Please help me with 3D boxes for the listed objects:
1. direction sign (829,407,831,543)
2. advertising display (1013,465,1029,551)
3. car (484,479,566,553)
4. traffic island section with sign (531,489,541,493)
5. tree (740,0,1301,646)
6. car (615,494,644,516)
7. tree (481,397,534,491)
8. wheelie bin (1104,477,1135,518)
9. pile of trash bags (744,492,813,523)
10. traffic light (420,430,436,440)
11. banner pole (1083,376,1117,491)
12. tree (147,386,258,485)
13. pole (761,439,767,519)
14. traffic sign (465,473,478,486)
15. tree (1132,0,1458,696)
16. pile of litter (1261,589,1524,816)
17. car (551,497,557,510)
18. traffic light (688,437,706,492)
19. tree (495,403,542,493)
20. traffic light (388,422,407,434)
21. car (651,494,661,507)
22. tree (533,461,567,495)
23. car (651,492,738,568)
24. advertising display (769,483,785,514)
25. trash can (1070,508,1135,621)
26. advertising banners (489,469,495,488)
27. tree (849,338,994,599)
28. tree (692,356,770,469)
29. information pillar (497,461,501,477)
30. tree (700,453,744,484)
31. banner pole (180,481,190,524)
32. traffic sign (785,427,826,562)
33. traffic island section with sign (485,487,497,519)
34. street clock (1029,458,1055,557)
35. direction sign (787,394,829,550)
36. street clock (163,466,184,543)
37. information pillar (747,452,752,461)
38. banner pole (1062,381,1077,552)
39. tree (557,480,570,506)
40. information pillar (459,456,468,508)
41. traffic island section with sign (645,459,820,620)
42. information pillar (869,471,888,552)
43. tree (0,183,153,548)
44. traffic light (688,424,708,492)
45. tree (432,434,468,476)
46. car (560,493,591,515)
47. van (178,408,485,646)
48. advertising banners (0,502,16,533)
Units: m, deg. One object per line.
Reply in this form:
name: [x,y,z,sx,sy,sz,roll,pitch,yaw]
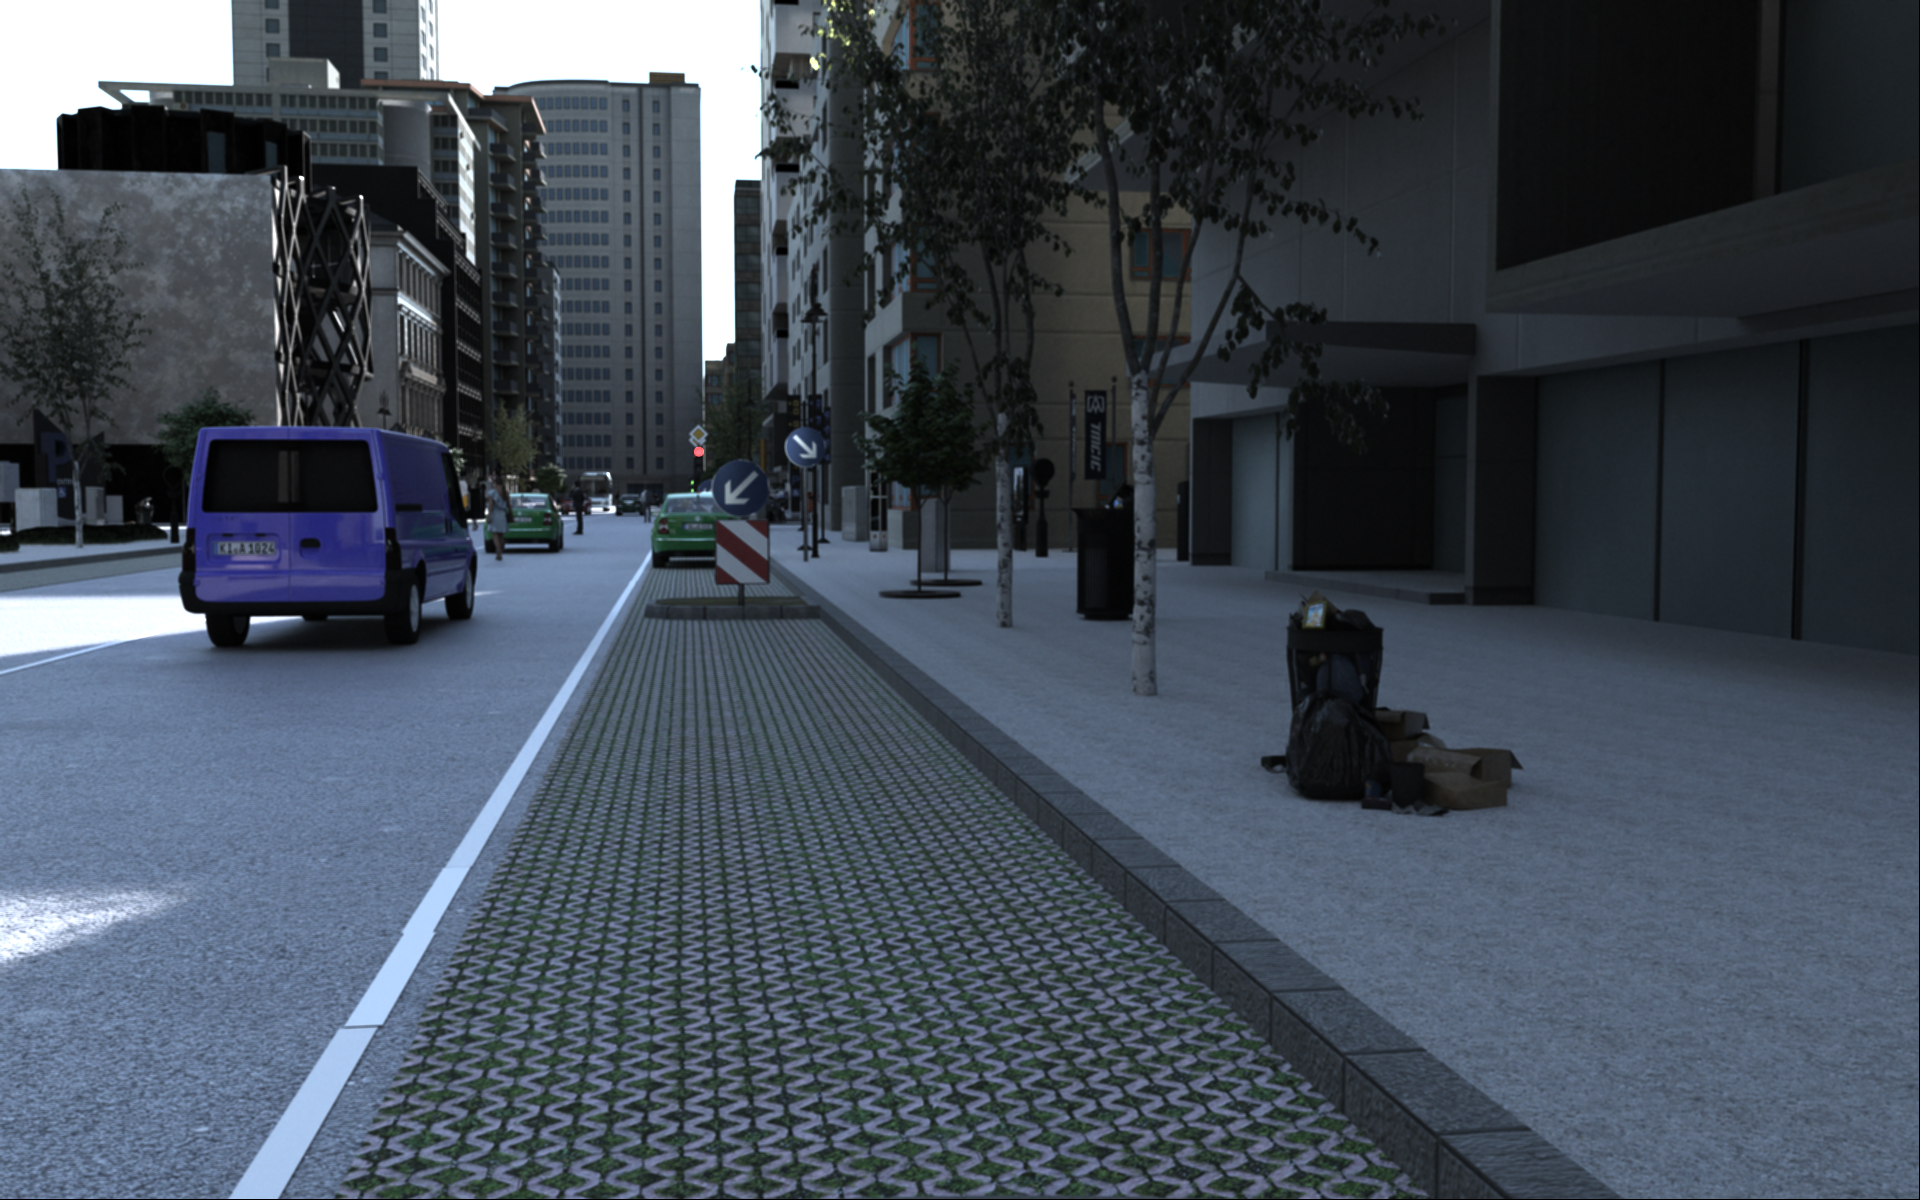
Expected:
direction sign: [-3.588,-3.257,45.254,0.379,3.537,0.876,-2,4,-31]
advertising display: [1.370,-2.077,39.176,0.123,1.923,0.974,-1,4,-12]
car: [-11.004,-2.144,43.843,1.959,1.807,4.718,-1,4,-11]
traffic island section with sign: [-31.027,-7.236,126.940,1.989,1.847,2.006,-1,4,-9]
tree: [0.212,-4.037,16.365,4.360,8.622,3.978,0,3,0]
car: [-22.039,-6.371,115.956,2.131,1.459,4.920,0,4,-7]
tree: [-34.262,-11.083,131.565,4.737,8.622,4.395,0,3,0]
wheelie bin: [3.142,-1.549,33.233,0.693,1.594,0.980,0,4,-2]
pile of trash bags: [-8.242,-4.178,78.064,3.447,1.369,1.912,0,4,-4]
traffic light: [-23.289,-5.315,75.826,0.839,4.253,0.868,-1,4,-9]
banner pole: [3.040,-2.863,36.821,0.863,3.779,0.401,0,4,-6]
tree: [-22.758,-4.207,52.493,4.285,4.588,4.351,0,3,0]
pole: [-7.252,-4.291,63.998,0.158,3.312,0.155,0,3,0]
traffic sign: [-29.870,-6.471,105.900,0.768,2.556,0.104,0,4,0]
tree: [1.291,-3.685,10.615,4.360,8.622,3.978,0,3,0]
pile of litter: [1.912,0.380,7.749,1.176,0.858,1.719,1,4,18]
car: [-24.874,-5.502,102.316,2.083,1.381,4.827,0,4,-8]
traffic light: [-11.772,-5.427,77.649,0.839,4.253,0.868,-1,4,-9]
tree: [-35.876,-11.595,139.947,4.360,8.622,3.978,0,3,0]
traffic light: [-22.047,-4.833,67.938,0.839,4.253,0.868,-1,4,-9]
car: [-33.153,-10.788,186.173,2.009,1.686,4.222,-1,4,-10]
tree: [-40.425,-11.451,170.943,4.285,4.588,4.351,0,3,0]
car: [-5.277,-1.602,34.983,1.959,1.807,4.718,0,4,-8]
advertising display: [-10.607,-5.818,100.336,0.974,1.923,0.123,0,4,3]
trash can: [1.504,-0.373,17.753,0.748,1.137,0.748,0,3,0]
advertising banners: [-31.925,-7.545,119.548,0.090,3.025,2.074,0,4,2]
tree: [-0.560,-1.661,21.765,1.663,3.219,1.824,0,3,0]
tree: [-11.963,-8.644,91.699,4.737,8.622,4.395,0,3,0]
information pillar: [-32.982,-8.109,123.935,0.183,3.616,0.504,-2,4,-35]
tree: [-16.702,-8.642,125.015,4.285,4.588,4.351,0,3,0]
banner pole: [-32.950,-5.132,73.923,0.401,3.779,0.863,2,4,29]
traffic sign: [-2.931,-2.004,32.872,0.768,2.556,0.104,0,4,-7]
traffic island section with sign: [-26.843,-5.607,100.310,1.989,1.847,2.006,-1,4,-9]
street clock: [1.667,-1.875,35.234,0.471,2.002,0.358,-2,4,-24]
direction sign: [-3.541,-2.907,39.531,0.876,3.537,0.379,1,4,20]
street clock: [-20.569,-2.492,45.320,0.471,2.002,0.358,-2,4,-32]
information pillar: [-11.592,-6.365,95.429,0.183,3.616,0.504,-3,4,-36]
banner pole: [2.479,-2.942,38.122,0.401,3.779,0.863,0,4,-5]
tree: [-44.160,-12.056,191.712,1.663,3.219,1.824,0,3,0]
information pillar: [-30.507,-7.034,106.360,0.504,3.616,0.183,-1,4,-20]
traffic island section with sign: [-2.721,-0.728,20.525,1.989,1.847,2.006,-1,4,-9]
information pillar: [-1.822,-2.094,38.726,0.304,2.012,0.304,2,4,31]
tree: [-21.117,-5.541,40.965,4.360,8.622,3.978,0,3,0]
traffic light: [-10.530,-4.944,69.760,0.839,4.253,0.868,-1,4,-9]
tree: [-28.283,-6.711,93.444,4.285,4.588,4.351,0,3,0]
car: [-26.482,-6.757,119.516,2.155,1.783,4.494,0,4,-7]
van: [-6.332,-0.835,18.042,2.240,2.365,5.245,0,4,-7]
advertising banners: [-31.370,-3.666,56.124,2.074,3.025,0.090,-1,4,-15]
